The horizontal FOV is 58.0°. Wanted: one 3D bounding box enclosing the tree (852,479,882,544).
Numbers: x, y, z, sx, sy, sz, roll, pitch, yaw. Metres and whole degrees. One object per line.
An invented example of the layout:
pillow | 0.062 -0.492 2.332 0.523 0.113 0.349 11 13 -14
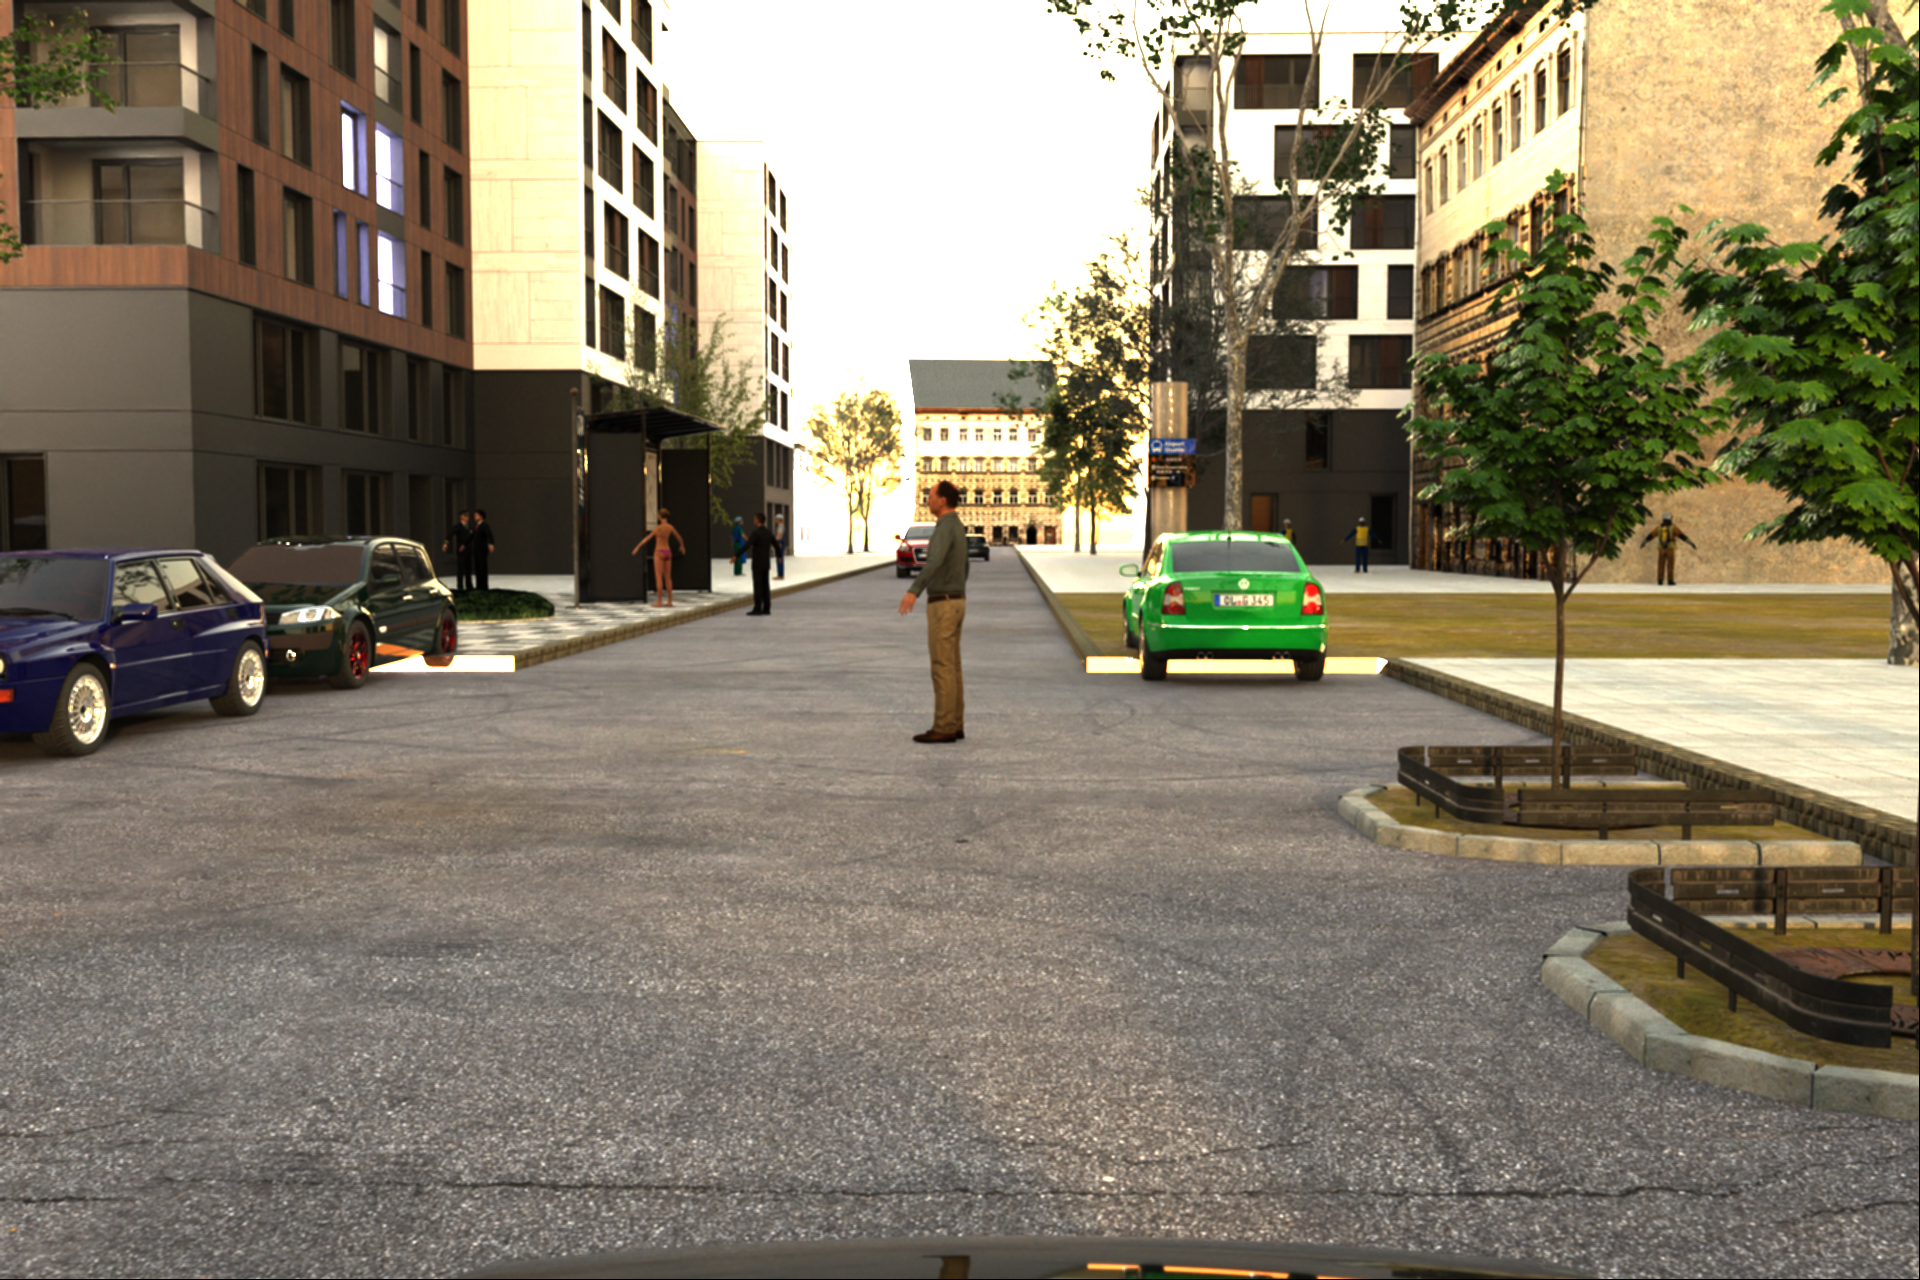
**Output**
tree | -11.228 -16.279 216.519 4.360 8.622 3.978 0 3 0

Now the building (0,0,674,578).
building | -25.798 -12.730 52.111 27.936 21.610 32.646 0 4 2

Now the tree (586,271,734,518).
tree | -8.572 -6.027 48.898 4.360 8.622 3.978 0 3 0

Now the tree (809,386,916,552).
tree | -6.763 -12.021 122.293 9.928 11.665 9.643 0 3 0

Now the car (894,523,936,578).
car | -1.030 -3.034 58.280 2.281 1.827 5.304 0 4 1

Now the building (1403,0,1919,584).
building | 25.346 -13.577 52.910 19.493 23.208 18.063 0 4 1

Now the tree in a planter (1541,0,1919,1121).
tree in a planter | 2.842 -0.478 5.032 1.991 3.239 1.994 0 4 1

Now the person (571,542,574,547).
person | -10.561 -2.610 48.902 0.704 1.802 1.346 1 4 15

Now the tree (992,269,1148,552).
tree | 8.329 -16.329 122.871 12.611 20.169 13.585 0 3 0

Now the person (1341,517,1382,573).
person | 13.377 -3.162 57.666 1.349 1.833 0.705 0 4 6

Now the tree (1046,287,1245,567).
tree | 7.058 -8.073 66.413 8.767 10.594 7.601 1 4 21

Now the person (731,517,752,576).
person | -6.764 -2.879 53.192 0.704 1.817 1.347 -2 4 -32

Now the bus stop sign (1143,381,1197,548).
bus stop sign | 3.650 -2.520 30.213 0.837 3.901 0.837 0 4 1

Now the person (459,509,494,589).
person | -10.305 -1.893 37.144 0.705 1.806 1.347 -3 5 -44

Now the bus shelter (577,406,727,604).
bus shelter | -6.140 -2.676 35.039 1.731 3.624 6.357 0 4 3

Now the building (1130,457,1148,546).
building | 23.850 -15.087 188.814 9.099 9.664 28.070 0 4 2

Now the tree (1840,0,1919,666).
tree | 9.575 -9.910 17.922 12.611 20.169 13.585 0 3 0

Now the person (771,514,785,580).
person | -5.124 -2.634 48.929 0.705 1.847 1.347 0 4 3

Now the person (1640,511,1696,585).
person | 17.771 -2.310 43.530 1.354 1.858 0.705 3 4 39

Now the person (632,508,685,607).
person | -5.306 -1.458 30.641 0.721 1.733 1.217 3 4 37

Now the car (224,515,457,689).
car | -6.372 -0.457 17.253 2.009 1.686 4.222 0 4 2

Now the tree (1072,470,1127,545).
tree | 17.151 -17.005 212.441 7.601 10.594 8.767 1 4 11

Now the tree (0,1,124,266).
tree | -12.323 -5.609 17.467 9.928 11.665 9.643 0 3 0

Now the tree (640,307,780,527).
tree | -8.354 -6.523 57.007 4.737 8.622 4.395 0 3 0

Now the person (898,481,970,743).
person | -0.128 -0.201 12.009 0.705 1.796 1.348 1 4 15

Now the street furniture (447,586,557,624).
street furniture | -10.847 -0.527 24.240 10.072 0.657 5.734 -1 4 -11

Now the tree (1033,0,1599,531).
tree | 7.211 -11.099 37.357 12.611 20.169 13.585 0 3 0

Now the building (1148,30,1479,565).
building | 23.255 -14.855 86.859 27.936 21.610 32.646 0 4 2

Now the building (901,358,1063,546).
building | 2.401 -23.393 215.868 18.063 23.208 19.493 0 4 -6

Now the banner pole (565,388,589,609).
banner pole | -6.600 -2.446 30.012 0.401 3.779 0.863 0 4 3

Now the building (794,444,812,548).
building | -19.228 -14.115 172.935 9.099 9.664 28.070 0 4 1

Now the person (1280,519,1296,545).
person | 10.657 -3.084 56.881 1.216 1.772 0.721 -3 5 -42

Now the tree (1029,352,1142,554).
tree | 8.002 -11.649 108.594 7.486 12.596 7.792 0 3 0

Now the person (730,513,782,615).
person | -3.549 -1.344 30.661 0.704 1.802 1.346 2 4 34

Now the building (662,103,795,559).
building | -24.173 -14.934 88.147 27.936 21.610 32.646 0 4 1

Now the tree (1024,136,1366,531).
tree | 7.116 -8.817 54.531 12.009 13.543 11.850 0 3 0

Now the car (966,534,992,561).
car | 0.709 -5.087 92.955 2.009 1.686 4.222 0 4 0

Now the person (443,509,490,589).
person | -11.222 -2.041 39.305 0.705 1.837 1.347 3 4 36

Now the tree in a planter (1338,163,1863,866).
tree in a planter | 2.925 -0.683 8.396 1.991 3.239 1.994 0 4 1

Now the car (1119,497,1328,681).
car | 2.708 -0.584 18.339 1.959 1.807 4.718 0 4 2

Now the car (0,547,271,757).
car | -6.460 0.012 12.377 1.945 1.354 3.894 0 4 1

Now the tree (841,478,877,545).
tree | -12.355 -15.993 211.851 4.737 8.622 4.395 0 3 0

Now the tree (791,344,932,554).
tree | -6.933 -12.293 111.361 12.009 13.543 11.850 0 3 0

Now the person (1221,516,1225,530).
person | 7.744 -2.693 50.164 0.705 1.813 1.348 1 4 21
